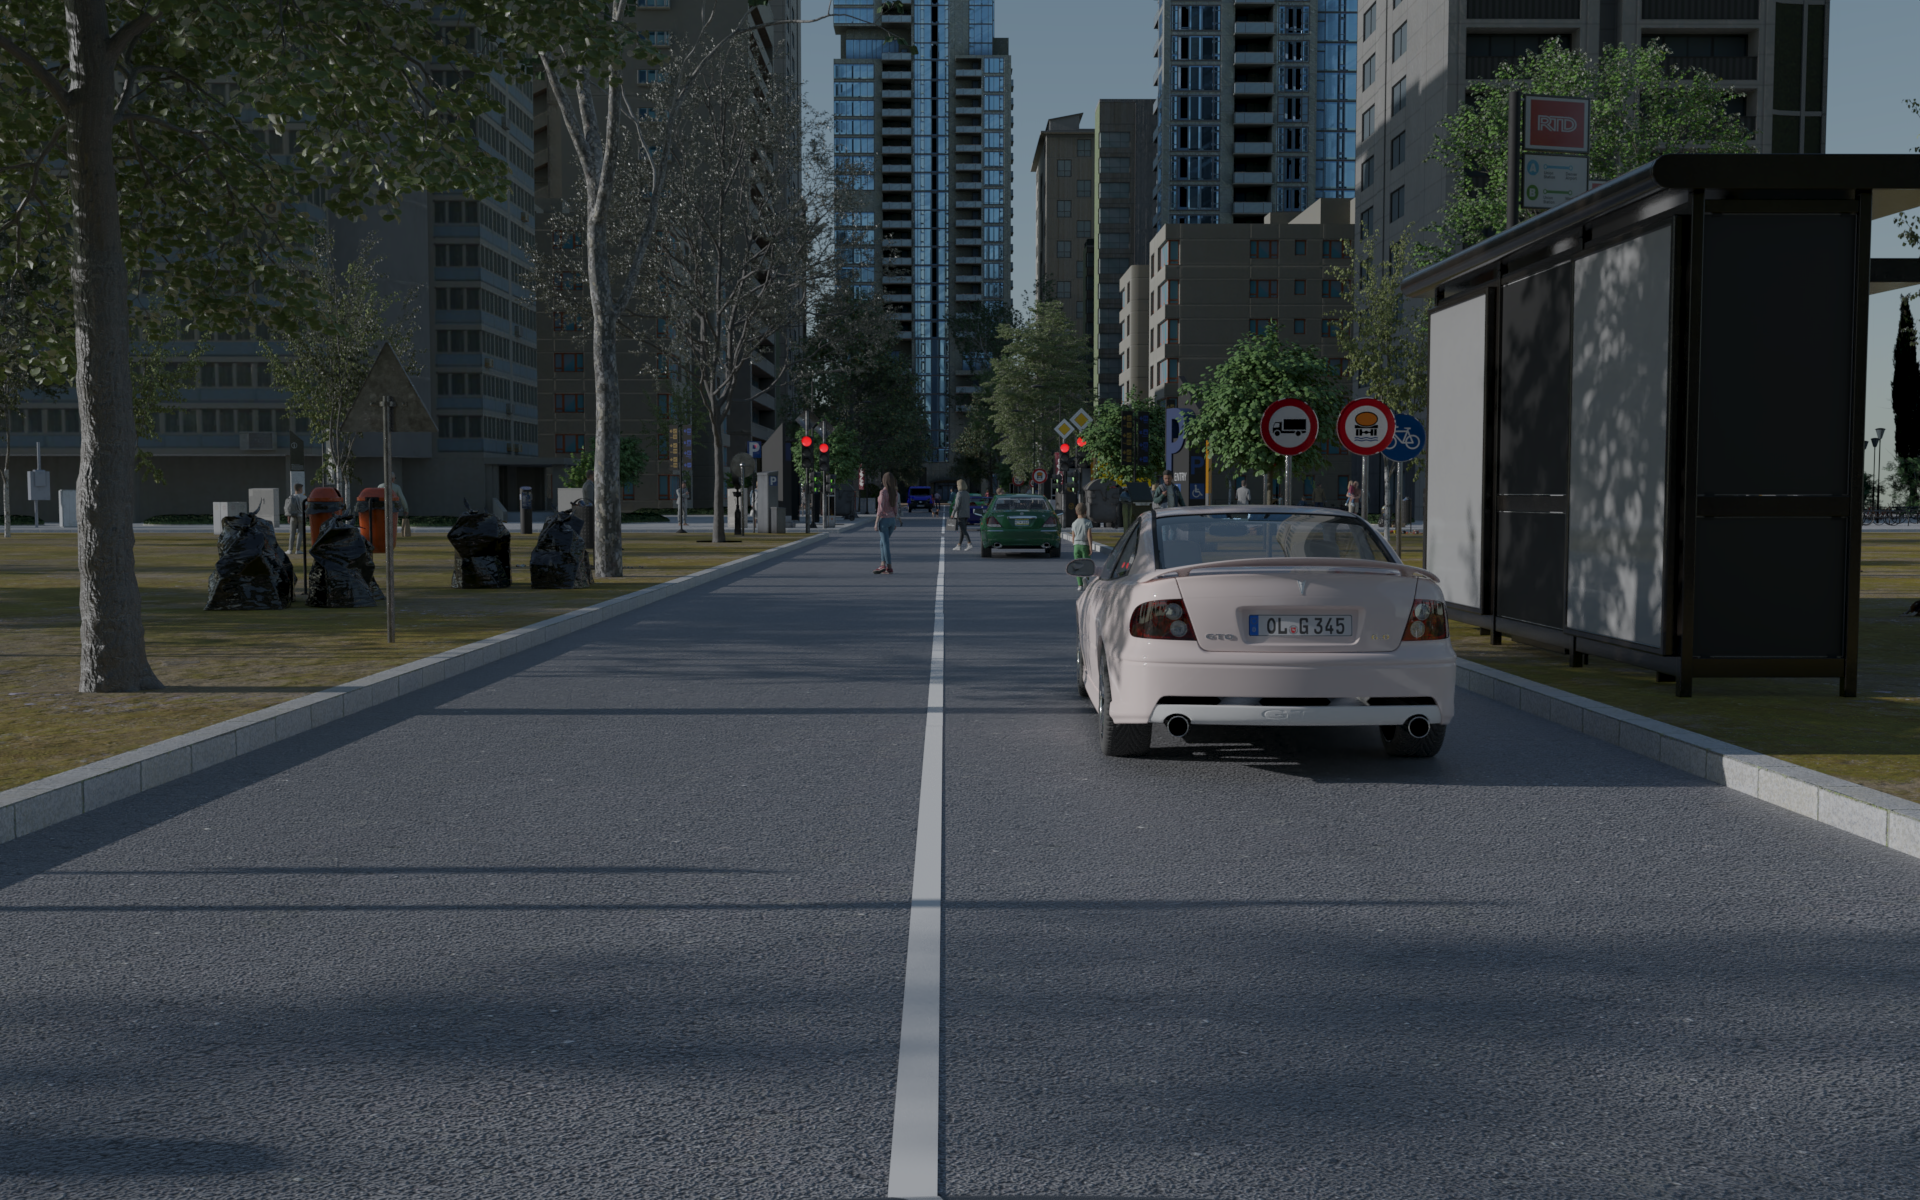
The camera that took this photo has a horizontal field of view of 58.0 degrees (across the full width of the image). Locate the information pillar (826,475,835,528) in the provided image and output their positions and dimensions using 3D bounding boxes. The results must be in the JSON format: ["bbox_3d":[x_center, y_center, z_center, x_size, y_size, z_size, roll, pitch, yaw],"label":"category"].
[{"bbox_3d":[-4.958,-3.765,66.058,0.304,2.012,0.304,-2,4,-33],"label":"information pillar"}]

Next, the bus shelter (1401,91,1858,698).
[{"bbox_3d":[5.307,-2.287,15.026,2.179,5.291,8.768,0,4,0],"label":"bus shelter"}]

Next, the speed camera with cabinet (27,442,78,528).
[{"bbox_3d":[-34.679,-4.422,66.640,2.038,3.252,0.660,-3,4,-38],"label":"speed camera with cabinet"}]

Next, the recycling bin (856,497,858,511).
[{"bbox_3d":[-7.703,-7.211,130.461,0.722,1.027,0.722,-2,4,-27],"label":"recycling bin"}]

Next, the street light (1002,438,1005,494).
[{"bbox_3d":[3.261,-8.879,117.715,1.470,5.913,1.316,0,4,0],"label":"street light"}]

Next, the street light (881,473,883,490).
[{"bbox_3d":[-5.274,-8.303,108.295,1.470,5.913,1.316,0,4,0],"label":"street light"}]

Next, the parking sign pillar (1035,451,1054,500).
[{"bbox_3d":[5.275,-7.376,109.068,1.447,3.967,1.447,-3,5,-40],"label":"parking sign pillar"}]

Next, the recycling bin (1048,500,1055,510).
[{"bbox_3d":[4.242,-3.897,76.262,0.722,1.027,0.722,0,4,-5],"label":"recycling bin"}]

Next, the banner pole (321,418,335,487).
[{"bbox_3d":[-20.377,-4.025,55.821,0.863,3.779,0.401,3,5,40],"label":"banner pole"}]

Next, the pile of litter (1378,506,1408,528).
[{"bbox_3d":[16.744,-3.240,66.936,1.176,0.858,1.719,3,4,39],"label":"pile of litter"}]

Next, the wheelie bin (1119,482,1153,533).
[{"bbox_3d":[4.632,-2.306,45.615,0.980,1.594,0.693,-1,4,-22],"label":"wheelie bin"}]

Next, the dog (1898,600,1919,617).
[{"bbox_3d":[10.150,-0.037,18.340,0.748,0.427,0.550,0,4,-6],"label":"dog"}]

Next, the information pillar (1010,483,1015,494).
[{"bbox_3d":[3.483,-6.757,114.973,0.304,2.012,0.304,1,4,21],"label":"information pillar"}]

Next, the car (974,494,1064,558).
[{"bbox_3d":[1.388,-1.755,40.496,2.131,1.459,4.920,0,4,1],"label":"car"}]

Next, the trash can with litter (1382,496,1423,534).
[{"bbox_3d":[14.573,-2.723,55.585,2.233,1.210,1.678,2,4,35],"label":"trash can with litter"}]

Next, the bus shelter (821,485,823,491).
[{"bbox_3d":[-8.512,-8.216,111.964,2.179,5.291,8.768,0,4,-1],"label":"bus shelter"}]

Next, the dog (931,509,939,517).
[{"bbox_3d":[-1.512,-5.311,106.128,0.406,0.507,0.540,1,4,11],"label":"dog"}]

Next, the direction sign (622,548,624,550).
[{"bbox_3d":[-7.849,-2.897,39.367,0.379,3.537,0.876,0,4,0],"label":"direction sign"}]

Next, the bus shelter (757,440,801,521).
[{"bbox_3d":[-7.980,-5.308,78.063,1.731,3.624,6.357,0,4,-1],"label":"bus shelter"}]

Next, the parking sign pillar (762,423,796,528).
[{"bbox_3d":[-6.994,-4.746,66.071,1.447,3.967,1.447,-3,5,-43],"label":"parking sign pillar"}]

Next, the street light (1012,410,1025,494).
[{"bbox_3d":[3.554,-7.527,95.607,1.470,5.913,1.316,0,4,0],"label":"street light"}]

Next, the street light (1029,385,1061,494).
[{"bbox_3d":[3.724,-6.193,73.801,1.470,5.913,1.316,0,4,0],"label":"street light"}]

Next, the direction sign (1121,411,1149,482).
[{"bbox_3d":[4.783,-3.386,47.352,0.876,3.537,0.379,-2,4,-28],"label":"direction sign"}]

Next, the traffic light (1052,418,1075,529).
[{"bbox_3d":[3.852,-4.615,64.379,0.839,4.253,0.868,0,4,0],"label":"traffic light"}]

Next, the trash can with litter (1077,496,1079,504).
[{"bbox_3d":[5.936,-4.189,79.544,2.233,1.210,1.678,-1,4,-11],"label":"trash can with litter"}]

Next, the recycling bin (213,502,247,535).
[{"bbox_3d":[-22.989,-2.569,54.562,0.722,1.027,0.722,2,4,28],"label":"recycling bin"}]

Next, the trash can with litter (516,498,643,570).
[{"bbox_3d":[-6.728,-1.161,30.042,2.233,1.210,1.678,2,4,33],"label":"trash can with litter"}]

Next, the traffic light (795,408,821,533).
[{"bbox_3d":[-4.940,-4.121,56.301,0.839,4.253,0.868,0,4,0],"label":"traffic light"}]

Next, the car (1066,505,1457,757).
[{"bbox_3d":[1.722,0.094,10.822,2.083,1.381,4.827,0,4,1],"label":"car"}]

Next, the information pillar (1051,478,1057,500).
[{"bbox_3d":[4.432,-4.711,81.515,0.304,2.012,0.304,0,4,0],"label":"information pillar"}]

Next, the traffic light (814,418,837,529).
[{"bbox_3d":[-5.009,-4.609,64.286,0.839,4.253,0.868,0,4,0],"label":"traffic light"}]

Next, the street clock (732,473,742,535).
[{"bbox_3d":[-7.008,-3.060,54.598,0.358,2.002,0.471,1,4,9],"label":"street clock"}]

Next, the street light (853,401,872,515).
[{"bbox_3d":[-5.112,-6.969,86.488,1.470,5.913,1.316,0,4,0],"label":"street light"}]

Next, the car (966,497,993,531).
[{"bbox_3d":[0.870,-3.439,68.805,1.945,1.354,3.894,0,4,0],"label":"car"}]

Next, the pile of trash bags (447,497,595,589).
[{"bbox_3d":[-6.775,-0.885,24.214,3.447,1.369,1.912,0,4,5],"label":"pile of trash bags"}]

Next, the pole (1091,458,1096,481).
[{"bbox_3d":[5.888,-5.062,76.612,0.158,3.312,0.155,0,3,0],"label":"pole"}]

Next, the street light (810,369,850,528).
[{"bbox_3d":[-4.954,-5.632,64.632,1.470,5.913,1.316,0,4,0],"label":"street light"}]

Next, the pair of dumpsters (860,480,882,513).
[{"bbox_3d":[-5.968,-6.911,115.480,1.574,2.255,4.437,0,4,-1],"label":"pair of dumpsters"}]

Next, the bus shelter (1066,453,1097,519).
[{"bbox_3d":[6.311,-5.733,87.653,2.014,3.302,5.546,0,4,0],"label":"bus shelter"}]

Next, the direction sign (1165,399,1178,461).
[{"bbox_3d":[5.214,-3.040,41.707,0.379,3.537,0.876,3,5,44],"label":"direction sign"}]

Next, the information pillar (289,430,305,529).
[{"bbox_3d":[-24.275,-4.408,63.425,0.504,3.616,0.183,-2,4,-32],"label":"information pillar"}]

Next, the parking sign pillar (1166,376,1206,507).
[{"bbox_3d":[5.084,-3.087,38.951,1.447,3.967,1.447,-1,4,-15],"label":"parking sign pillar"}]

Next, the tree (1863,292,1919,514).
[{"bbox_3d":[59.779,-13.110,116.165,13.155,14.587,18.604,0,4,-7],"label":"tree"}]

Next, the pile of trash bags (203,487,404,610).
[{"bbox_3d":[-7.840,-0.673,20.760,1.912,1.369,3.447,-1,4,-12],"label":"pile of trash bags"}]

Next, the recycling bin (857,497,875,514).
[{"bbox_3d":[-5.889,-5.997,110.600,0.722,1.027,0.722,-3,4,-38],"label":"recycling bin"}]

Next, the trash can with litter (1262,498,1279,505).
[{"bbox_3d":[9.393,-2.592,53.763,0.624,1.170,1.055,-3,5,-44],"label":"trash can with litter"}]

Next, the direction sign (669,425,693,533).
[{"bbox_3d":[-9.172,-3.972,56.941,0.876,3.537,0.379,2,4,24],"label":"direction sign"}]

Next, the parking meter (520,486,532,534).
[{"bbox_3d":[-13.912,-2.883,55.540,0.372,1.533,0.369,0,3,0],"label":"parking meter"}]

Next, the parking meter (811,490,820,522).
[{"bbox_3d":[-6.516,-4.440,78.302,0.399,1.863,0.255,0,4,0],"label":"parking meter"}]

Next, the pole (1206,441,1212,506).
[{"bbox_3d":[9.468,-4.410,65.950,0.158,3.312,0.155,0,3,0],"label":"pole"}]

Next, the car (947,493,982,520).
[{"bbox_3d":[0.376,-4.494,82.279,1.959,1.807,4.718,0,4,-1],"label":"car"}]

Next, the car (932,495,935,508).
[{"bbox_3d":[-3.505,-10.337,178.051,2.155,1.783,4.494,0,4,1],"label":"car"}]

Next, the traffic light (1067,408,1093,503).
[{"bbox_3d":[3.921,-4.127,56.394,0.839,4.253,0.868,0,4,0],"label":"traffic light"}]
